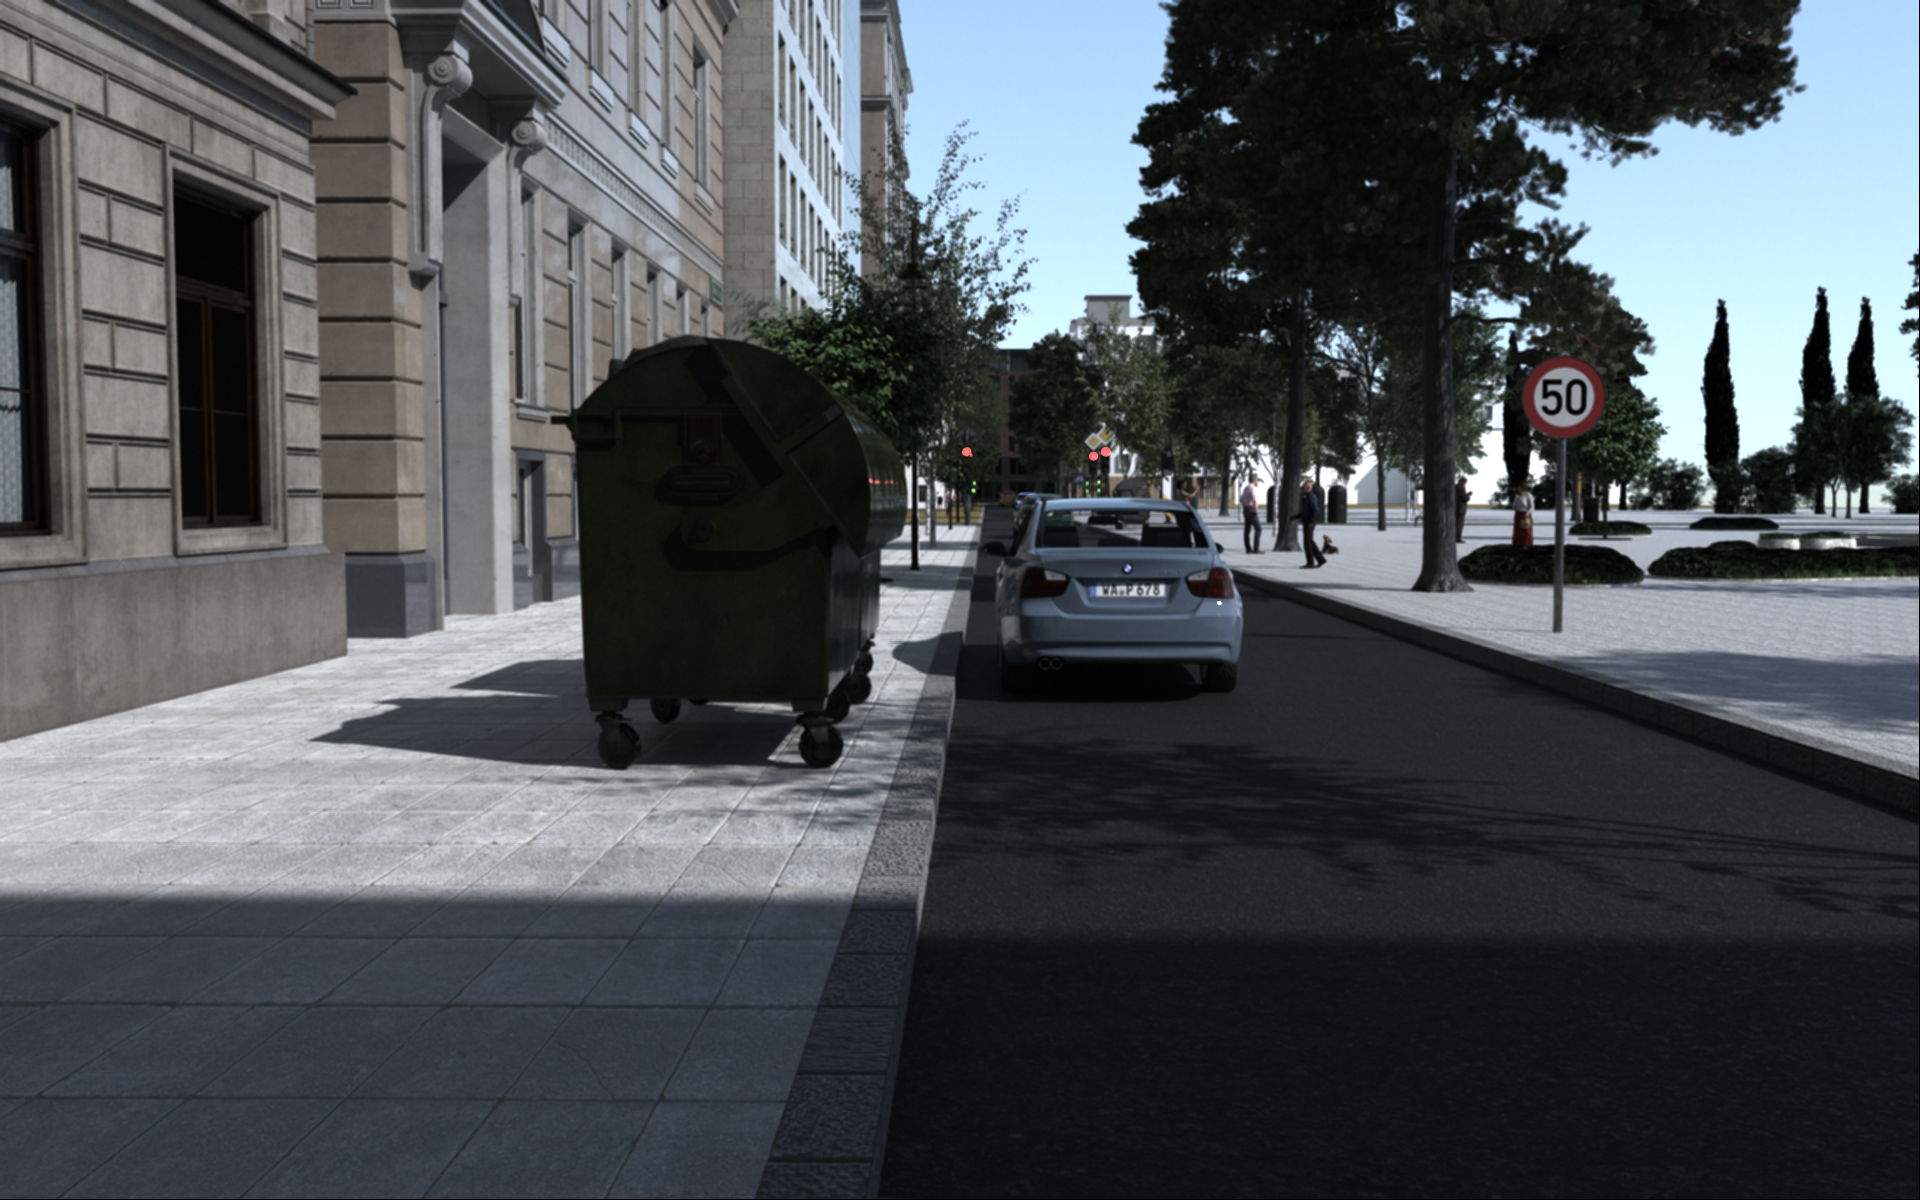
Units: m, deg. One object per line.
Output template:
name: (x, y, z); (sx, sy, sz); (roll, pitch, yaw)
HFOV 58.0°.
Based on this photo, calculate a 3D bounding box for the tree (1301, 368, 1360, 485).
tree: (30.006, -13.634, 144.970); (6.751, 12.117, 7.091); (0, 3, 0)

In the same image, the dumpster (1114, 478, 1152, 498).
dumpster: (6.232, -3.457, 62.280); (1.264, 1.857, 1.865); (0, 4, 1)

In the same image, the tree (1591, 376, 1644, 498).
tree: (33.064, -8.516, 89.599); (4.737, 8.622, 4.395); (0, 3, 0)

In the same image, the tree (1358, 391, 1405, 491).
tree: (29.058, -10.277, 118.398); (4.737, 8.622, 4.395); (0, 3, 0)

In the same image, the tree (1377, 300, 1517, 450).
tree: (25.685, -10.153, 91.749); (9.928, 11.665, 9.643); (0, 3, 0)

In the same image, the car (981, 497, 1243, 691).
car: (1.170, -0.115, 13.886); (2.014, 1.417, 4.499); (0, 4, 1)

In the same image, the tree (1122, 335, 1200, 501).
tree: (13.814, -11.254, 109.756); (9.928, 11.665, 9.643); (0, 3, 0)

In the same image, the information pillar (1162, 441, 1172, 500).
information pillar: (9.197, -5.238, 76.991); (0.504, 3.616, 0.183); (-2, 4, -29)

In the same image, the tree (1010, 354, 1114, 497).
tree: (8.911, -15.086, 153.303); (9.857, 13.997, 8.962); (0, 3, 0)

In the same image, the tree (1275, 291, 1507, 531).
tree: (14.955, -7.721, 60.643); (8.767, 10.594, 7.601); (2, 4, 26)

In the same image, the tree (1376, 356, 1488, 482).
tree: (29.653, -11.686, 109.195); (7.486, 12.596, 7.792); (0, 3, 0)

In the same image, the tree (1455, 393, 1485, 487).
tree: (34.123, -10.304, 118.836); (4.737, 8.622, 4.395); (0, 3, 0)

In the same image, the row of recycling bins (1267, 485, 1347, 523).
row of recycling bins: (15.513, -4.305, 77.505); (3.534, 1.692, 1.069); (1, 4, 11)

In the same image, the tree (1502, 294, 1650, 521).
tree: (29.095, -9.762, 81.664); (6.751, 12.117, 7.091); (0, 3, 0)

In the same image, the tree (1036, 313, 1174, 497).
tree: (7.441, -9.518, 90.036); (7.601, 10.594, 8.767); (-1, 4, -14)

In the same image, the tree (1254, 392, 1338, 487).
tree: (23.600, -10.356, 119.689); (4.737, 8.622, 4.395); (0, 3, 0)

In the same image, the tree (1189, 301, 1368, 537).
tree: (9.443, -6.230, 52.226); (4.360, 8.622, 3.978); (0, 3, 0)

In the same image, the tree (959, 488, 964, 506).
tree: (0.461, -11.505, 182.701); (1.663, 3.219, 1.824); (0, 3, 0)

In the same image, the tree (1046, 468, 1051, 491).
tree: (9.620, -16.763, 224.436); (4.360, 8.622, 3.978); (0, 3, 0)

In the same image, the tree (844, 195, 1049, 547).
tree: (-0.705, -5.597, 41.868); (4.737, 8.622, 4.395); (0, 3, 0)

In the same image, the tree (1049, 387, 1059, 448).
tree: (7.708, -10.268, 118.249); (4.737, 8.622, 4.395); (0, 3, 0)

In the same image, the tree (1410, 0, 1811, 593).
tree: (6.505, -7.052, 22.724); (7.806, 13.903, 7.818); (0, 3, 0)

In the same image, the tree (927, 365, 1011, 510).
tree: (0.588, -13.131, 140.444); (9.928, 11.665, 9.643); (0, 3, 0)

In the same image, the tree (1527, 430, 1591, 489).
tree: (33.982, -8.919, 96.187); (4.360, 8.622, 3.978); (0, 3, 0)

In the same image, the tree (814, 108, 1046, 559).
tree: (-0.646, -5.118, 34.040); (4.360, 8.622, 3.978); (0, 3, 0)

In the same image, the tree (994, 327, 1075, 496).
tree: (7.311, -13.644, 130.496); (7.806, 13.903, 7.818); (0, 3, 0)

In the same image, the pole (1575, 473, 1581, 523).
pole: (27.594, -5.101, 77.237); (0.158, 3.312, 0.155); (0, 3, 0)

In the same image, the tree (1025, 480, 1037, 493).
tree: (9.505, -14.434, 230.593); (1.663, 3.219, 1.824); (0, 3, 0)

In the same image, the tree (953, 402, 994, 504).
tree: (1.627, -19.787, 230.944); (7.806, 13.903, 7.818); (0, 3, 0)

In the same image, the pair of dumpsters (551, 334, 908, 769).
pair of dumpsters: (-1.155, -0.461, 10.039); (1.574, 2.255, 4.436); (0, 4, 1)

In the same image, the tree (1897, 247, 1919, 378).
tree: (35.358, -8.322, 58.121); (6.751, 12.117, 7.091); (0, 3, 0)

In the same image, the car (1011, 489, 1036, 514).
car: (3.992, -5.663, 102.188); (1.945, 1.707, 3.694); (0, 4, 3)

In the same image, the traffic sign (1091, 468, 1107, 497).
traffic sign: (6.749, -5.141, 84.169); (0.768, 2.556, 0.104); (0, 4, 7)

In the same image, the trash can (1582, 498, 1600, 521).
trash can: (25.450, -3.560, 69.862); (0.748, 1.137, 0.748); (0, 3, 0)

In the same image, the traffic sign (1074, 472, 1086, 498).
traffic sign: (7.058, -6.221, 101.817); (0.768, 2.556, 0.104); (1, 4, 10)

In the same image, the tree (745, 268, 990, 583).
tree: (-1.641, -2.551, 25.430); (4.285, 4.588, 4.351); (0, 3, 0)

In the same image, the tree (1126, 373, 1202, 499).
tree: (16.332, -13.285, 139.257); (6.751, 12.117, 7.091); (0, 3, 0)

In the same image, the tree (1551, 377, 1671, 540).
tree: (18.298, -3.982, 48.816); (4.285, 4.588, 4.351); (0, 3, 0)

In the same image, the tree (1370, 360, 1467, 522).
tree: (21.125, -7.964, 80.574); (4.360, 8.622, 3.978); (0, 3, 0)

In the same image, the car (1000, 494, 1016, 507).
car: (5.509, -11.213, 193.555); (2.015, 1.641, 3.980); (0, 4, 3)

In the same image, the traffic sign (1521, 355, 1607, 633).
traffic sign: (5.546, -0.972, 15.995); (0.768, 2.556, 0.104); (0, 4, 3)

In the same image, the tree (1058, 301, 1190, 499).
tree: (6.340, -7.055, 65.719); (4.737, 8.622, 4.395); (0, 3, 0)

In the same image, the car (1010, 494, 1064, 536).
car: (2.743, -2.789, 57.398); (2.131, 1.459, 4.920); (0, 4, -1)

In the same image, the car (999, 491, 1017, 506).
car: (6.037, -12.732, 216.834); (2.281, 1.827, 5.304); (0, 4, 1)
